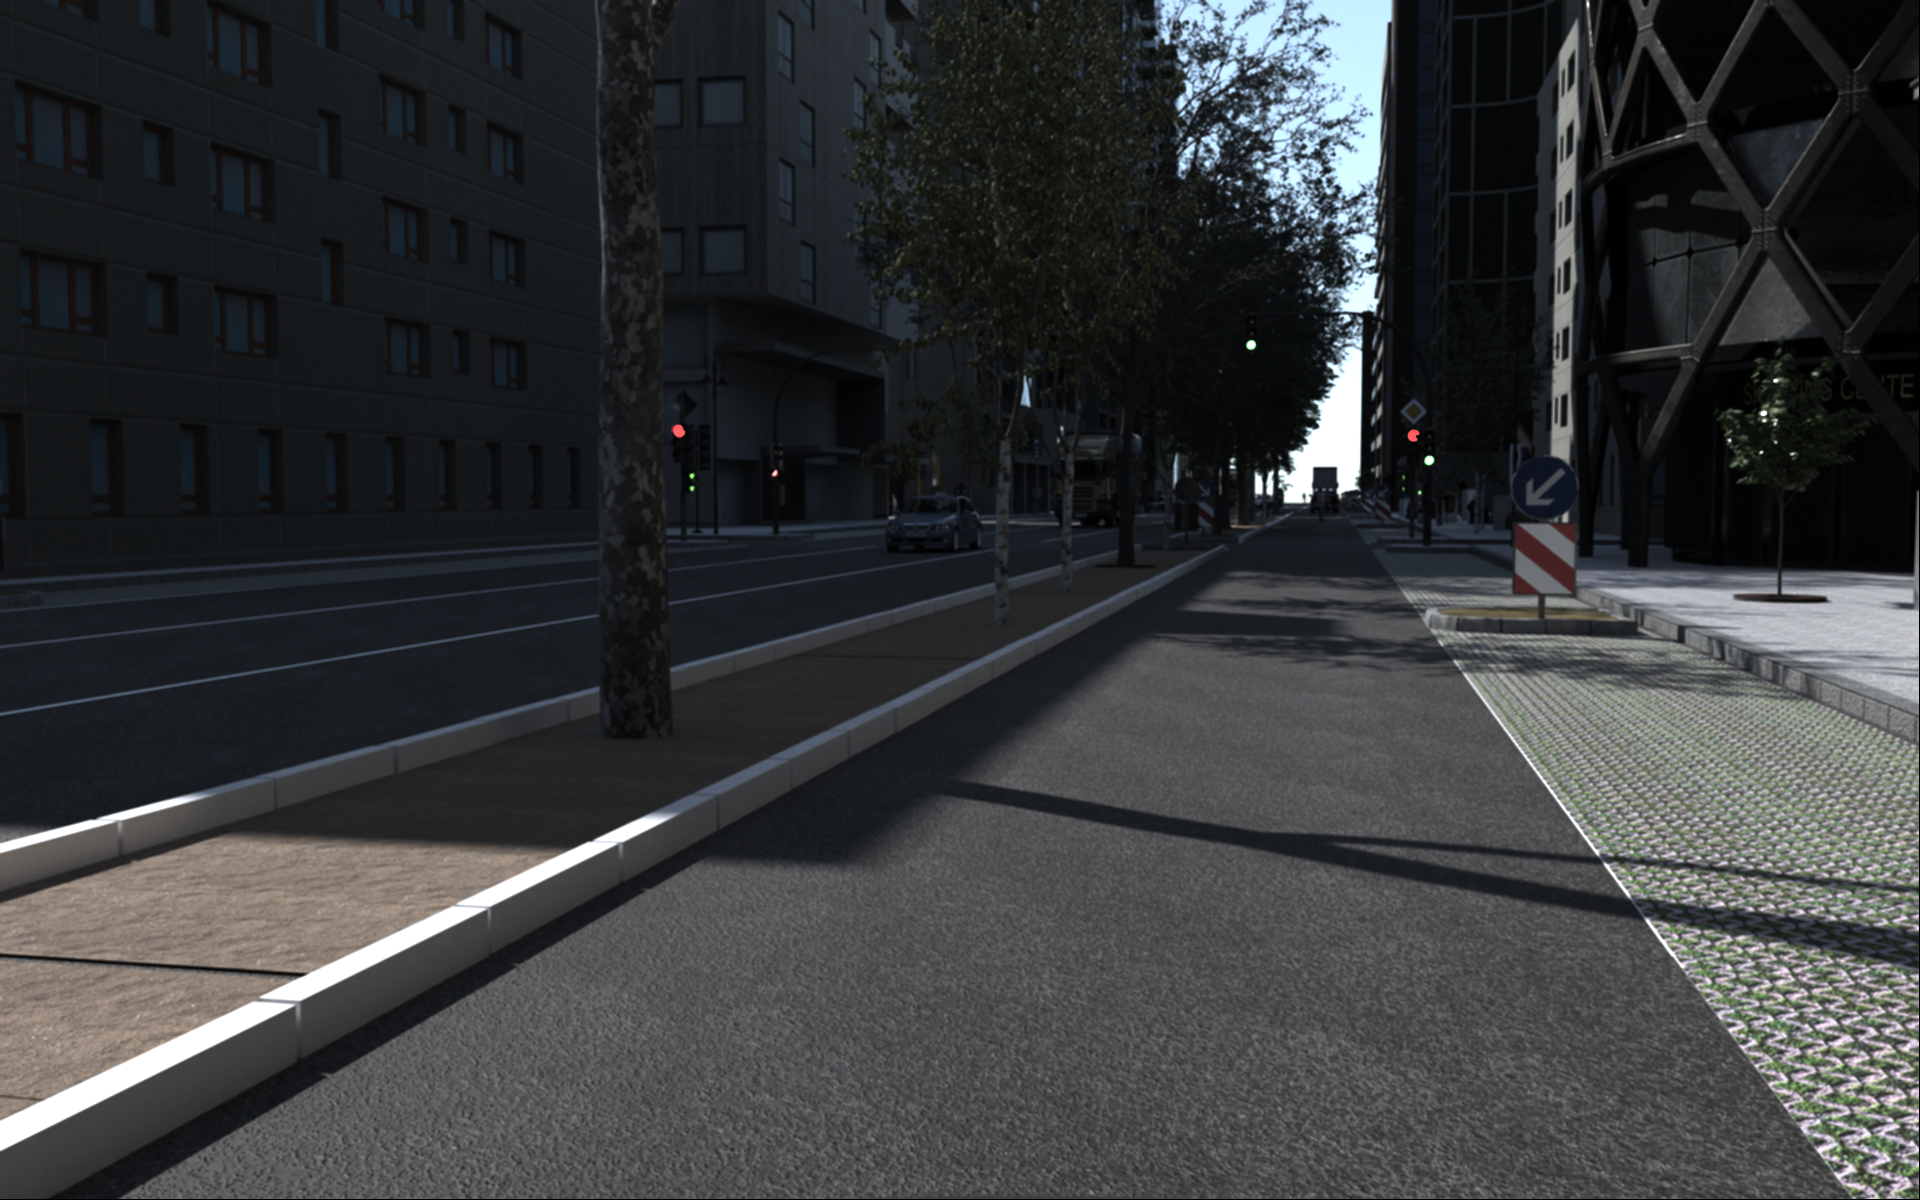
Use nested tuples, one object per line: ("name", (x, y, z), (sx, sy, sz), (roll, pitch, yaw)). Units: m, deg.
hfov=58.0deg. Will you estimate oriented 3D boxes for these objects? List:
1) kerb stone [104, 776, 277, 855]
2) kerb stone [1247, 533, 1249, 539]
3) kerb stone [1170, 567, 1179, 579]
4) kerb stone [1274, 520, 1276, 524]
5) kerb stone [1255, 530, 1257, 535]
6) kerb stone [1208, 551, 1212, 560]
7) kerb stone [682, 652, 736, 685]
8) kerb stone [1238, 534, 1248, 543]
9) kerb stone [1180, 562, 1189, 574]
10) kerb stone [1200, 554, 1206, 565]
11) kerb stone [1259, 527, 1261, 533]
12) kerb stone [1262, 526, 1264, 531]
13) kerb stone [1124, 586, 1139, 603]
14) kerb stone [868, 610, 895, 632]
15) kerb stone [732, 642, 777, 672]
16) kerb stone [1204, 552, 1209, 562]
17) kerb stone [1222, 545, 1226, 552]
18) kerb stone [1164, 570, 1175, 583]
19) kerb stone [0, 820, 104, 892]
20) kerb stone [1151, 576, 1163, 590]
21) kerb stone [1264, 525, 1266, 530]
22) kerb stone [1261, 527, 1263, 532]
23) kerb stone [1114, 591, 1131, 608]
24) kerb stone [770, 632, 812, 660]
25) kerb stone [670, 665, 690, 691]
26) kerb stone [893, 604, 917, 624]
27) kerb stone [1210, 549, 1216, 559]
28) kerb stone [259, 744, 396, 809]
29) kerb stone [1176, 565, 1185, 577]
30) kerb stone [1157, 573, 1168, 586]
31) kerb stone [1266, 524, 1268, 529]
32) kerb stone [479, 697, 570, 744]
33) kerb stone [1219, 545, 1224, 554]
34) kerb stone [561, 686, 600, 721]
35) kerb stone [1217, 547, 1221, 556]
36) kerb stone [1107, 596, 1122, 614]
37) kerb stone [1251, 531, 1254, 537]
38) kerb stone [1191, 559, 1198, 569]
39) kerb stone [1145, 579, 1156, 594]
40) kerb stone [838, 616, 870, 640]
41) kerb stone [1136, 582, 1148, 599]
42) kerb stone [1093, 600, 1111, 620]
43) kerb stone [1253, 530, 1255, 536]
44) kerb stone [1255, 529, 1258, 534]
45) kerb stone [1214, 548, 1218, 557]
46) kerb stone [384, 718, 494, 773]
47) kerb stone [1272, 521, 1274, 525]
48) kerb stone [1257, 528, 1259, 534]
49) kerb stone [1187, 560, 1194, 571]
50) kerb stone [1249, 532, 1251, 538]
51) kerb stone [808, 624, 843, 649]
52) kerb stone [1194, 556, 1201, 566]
("kerb stone", (-3.250, 0.910, 7.323), (0.120, 0.150, 1.000), (1, 4, 12))
("kerb stone", (8.784, -1.915, 53.547), (0.120, 0.150, 1.000), (1, 4, 12))
("kerb stone", (3.515, -0.407, 28.943), (0.120, 0.150, 1.000), (1, 4, 12))
("kerb stone", (14.140, -3.445, 78.604), (0.120, 0.150, 1.000), (1, 4, 12))
("kerb stone", (9.861, -2.224, 58.568), (0.120, 0.150, 1.000), (1, 4, 12))
("kerb stone", (5.237, -0.903, 36.961), (0.120, 0.150, 1.000), (1, 4, 12))
("kerb stone", (-1.969, 0.542, 13.331), (0.120, 0.150, 1.000), (1, 4, 12))
("kerb stone", (8.564, -1.856, 52.544), (0.120, 0.150, 1.000), (1, 4, 12))
("kerb stone", (3.945, -0.535, 30.949), (0.120, 0.150, 1.000), (1, 4, 12))
("kerb stone", (4.810, -0.779, 34.950), (0.120, 0.150, 1.000), (1, 4, 12))
("kerb stone", (10.712, -2.470, 62.583), (0.120, 0.150, 1.000), (1, 4, 12))
("kerb stone", (11.146, -2.592, 64.581), (0.120, 0.150, 1.000), (1, 4, 12))
("kerb stone", (2.224, -0.045, 22.933), (0.120, 0.150, 1.000), (1, 4, 12))
("kerb stone", (-0.897, 0.236, 18.341), (0.120, 0.150, 1.000), (1, 4, 12))
("kerb stone", (-1.750, 0.482, 14.331), (0.120, 0.150, 1.000), (1, 4, 12))
("kerb stone", (5.029, -0.842, 35.959), (0.120, 0.150, 1.000), (1, 4, 12))
("kerb stone", (6.306, -1.209, 41.969), (0.120, 0.150, 1.000), (1, 4, 12))
("kerb stone", (3.315, -0.350, 27.937), (0.120, 0.150, 1.000), (1, 4, 12))
("kerb stone", (-3.468, 0.972, 6.323), (0.120, 0.150, 1.000), (1, 4, 12))
("kerb stone", (2.887, -0.229, 25.933), (0.120, 0.150, 1.000), (1, 4, 12))
("kerb stone", (11.576, -2.715, 66.583), (0.120, 0.150, 1.000), (1, 4, 12))
("kerb stone", (10.936, -2.531, 63.580), (0.120, 0.150, 1.000), (1, 4, 12))
("kerb stone", (2.016, 0.017, 21.923), (0.120, 0.150, 1.000), (1, 4, 12))
("kerb stone", (-1.535, 0.420, 15.330), (0.120, 0.150, 1.000), (1, 4, 12))
("kerb stone", (-2.178, 0.605, 12.331), (0.120, 0.150, 1.000), (1, 4, 12))
("kerb stone", (-0.679, 0.179, 19.340), (0.120, 0.150, 1.000), (1, 4, 12))
("kerb stone", (5.455, -0.964, 37.960), (0.120, 0.150, 1.000), (1, 4, 12))
("kerb stone", (-3.040, 0.848, 8.323), (0.120, 0.150, 1.000), (1, 4, 12))
("kerb stone", (3.738, -0.474, 29.948), (0.120, 0.150, 1.000), (1, 4, 12))
("kerb stone", (3.096, -0.290, 26.934), (0.120, 0.150, 1.000), (1, 4, 12))
("kerb stone", (12.003, -2.835, 68.592), (0.120, 0.150, 1.000), (1, 4, 12))
("kerb stone", (-2.616, 0.726, 10.329), (0.120, 0.150, 1.000), (1, 4, 12))
("kerb stone", (6.092, -1.148, 40.960), (0.120, 0.150, 1.000), (1, 4, 12))
("kerb stone", (-2.394, 0.665, 11.330), (0.120, 0.150, 1.000), (1, 4, 12))
("kerb stone", (5.880, -1.083, 39.960), (0.120, 0.150, 1.000), (1, 4, 12))
("kerb stone", (1.807, 0.083, 20.922), (0.120, 0.150, 1.000), (1, 4, 12))
("kerb stone", (9.429, -2.101, 56.554), (0.120, 0.150, 1.000), (1, 4, 12))
("kerb stone", (4.383, -0.647, 32.947), (0.120, 0.150, 1.000), (1, 4, 12))
("kerb stone", (2.669, -0.168, 24.934), (0.120, 0.150, 1.000), (1, 4, 12))
("kerb stone", (-1.116, 0.297, 17.333), (0.120, 0.150, 1.000), (1, 4, 12))
("kerb stone", (2.449, -0.106, 23.931), (0.120, 0.150, 1.000), (1, 4, 12))
("kerb stone", (1.588, 0.141, 19.921), (0.120, 0.150, 1.000), (1, 4, 12))
("kerb stone", (9.640, -2.163, 57.558), (0.120, 0.150, 1.000), (1, 4, 12))
("kerb stone", (10.083, -2.286, 59.573), (0.120, 0.150, 1.000), (1, 4, 12))
("kerb stone", (5.661, -1.025, 38.962), (0.120, 0.150, 1.000), (1, 4, 12))
("kerb stone", (-2.815, 0.788, 9.322), (0.120, 0.150, 1.000), (1, 4, 12))
("kerb stone", (13.506, -3.266, 75.601), (0.120, 0.150, 1.000), (1, 4, 12))
("kerb stone", (10.294, -2.347, 60.577), (0.120, 0.150, 1.000), (1, 4, 12))
("kerb stone", (4.161, -0.596, 31.948), (0.120, 0.150, 1.000), (1, 4, 12))
("kerb stone", (8.999, -1.979, 54.550), (0.120, 0.150, 1.000), (1, 4, 12))
("kerb stone", (-1.324, 0.360, 16.331), (0.120, 0.150, 1.000), (1, 4, 12))
("kerb stone", (4.585, -0.719, 33.952), (0.120, 0.150, 1.000), (1, 4, 12))
